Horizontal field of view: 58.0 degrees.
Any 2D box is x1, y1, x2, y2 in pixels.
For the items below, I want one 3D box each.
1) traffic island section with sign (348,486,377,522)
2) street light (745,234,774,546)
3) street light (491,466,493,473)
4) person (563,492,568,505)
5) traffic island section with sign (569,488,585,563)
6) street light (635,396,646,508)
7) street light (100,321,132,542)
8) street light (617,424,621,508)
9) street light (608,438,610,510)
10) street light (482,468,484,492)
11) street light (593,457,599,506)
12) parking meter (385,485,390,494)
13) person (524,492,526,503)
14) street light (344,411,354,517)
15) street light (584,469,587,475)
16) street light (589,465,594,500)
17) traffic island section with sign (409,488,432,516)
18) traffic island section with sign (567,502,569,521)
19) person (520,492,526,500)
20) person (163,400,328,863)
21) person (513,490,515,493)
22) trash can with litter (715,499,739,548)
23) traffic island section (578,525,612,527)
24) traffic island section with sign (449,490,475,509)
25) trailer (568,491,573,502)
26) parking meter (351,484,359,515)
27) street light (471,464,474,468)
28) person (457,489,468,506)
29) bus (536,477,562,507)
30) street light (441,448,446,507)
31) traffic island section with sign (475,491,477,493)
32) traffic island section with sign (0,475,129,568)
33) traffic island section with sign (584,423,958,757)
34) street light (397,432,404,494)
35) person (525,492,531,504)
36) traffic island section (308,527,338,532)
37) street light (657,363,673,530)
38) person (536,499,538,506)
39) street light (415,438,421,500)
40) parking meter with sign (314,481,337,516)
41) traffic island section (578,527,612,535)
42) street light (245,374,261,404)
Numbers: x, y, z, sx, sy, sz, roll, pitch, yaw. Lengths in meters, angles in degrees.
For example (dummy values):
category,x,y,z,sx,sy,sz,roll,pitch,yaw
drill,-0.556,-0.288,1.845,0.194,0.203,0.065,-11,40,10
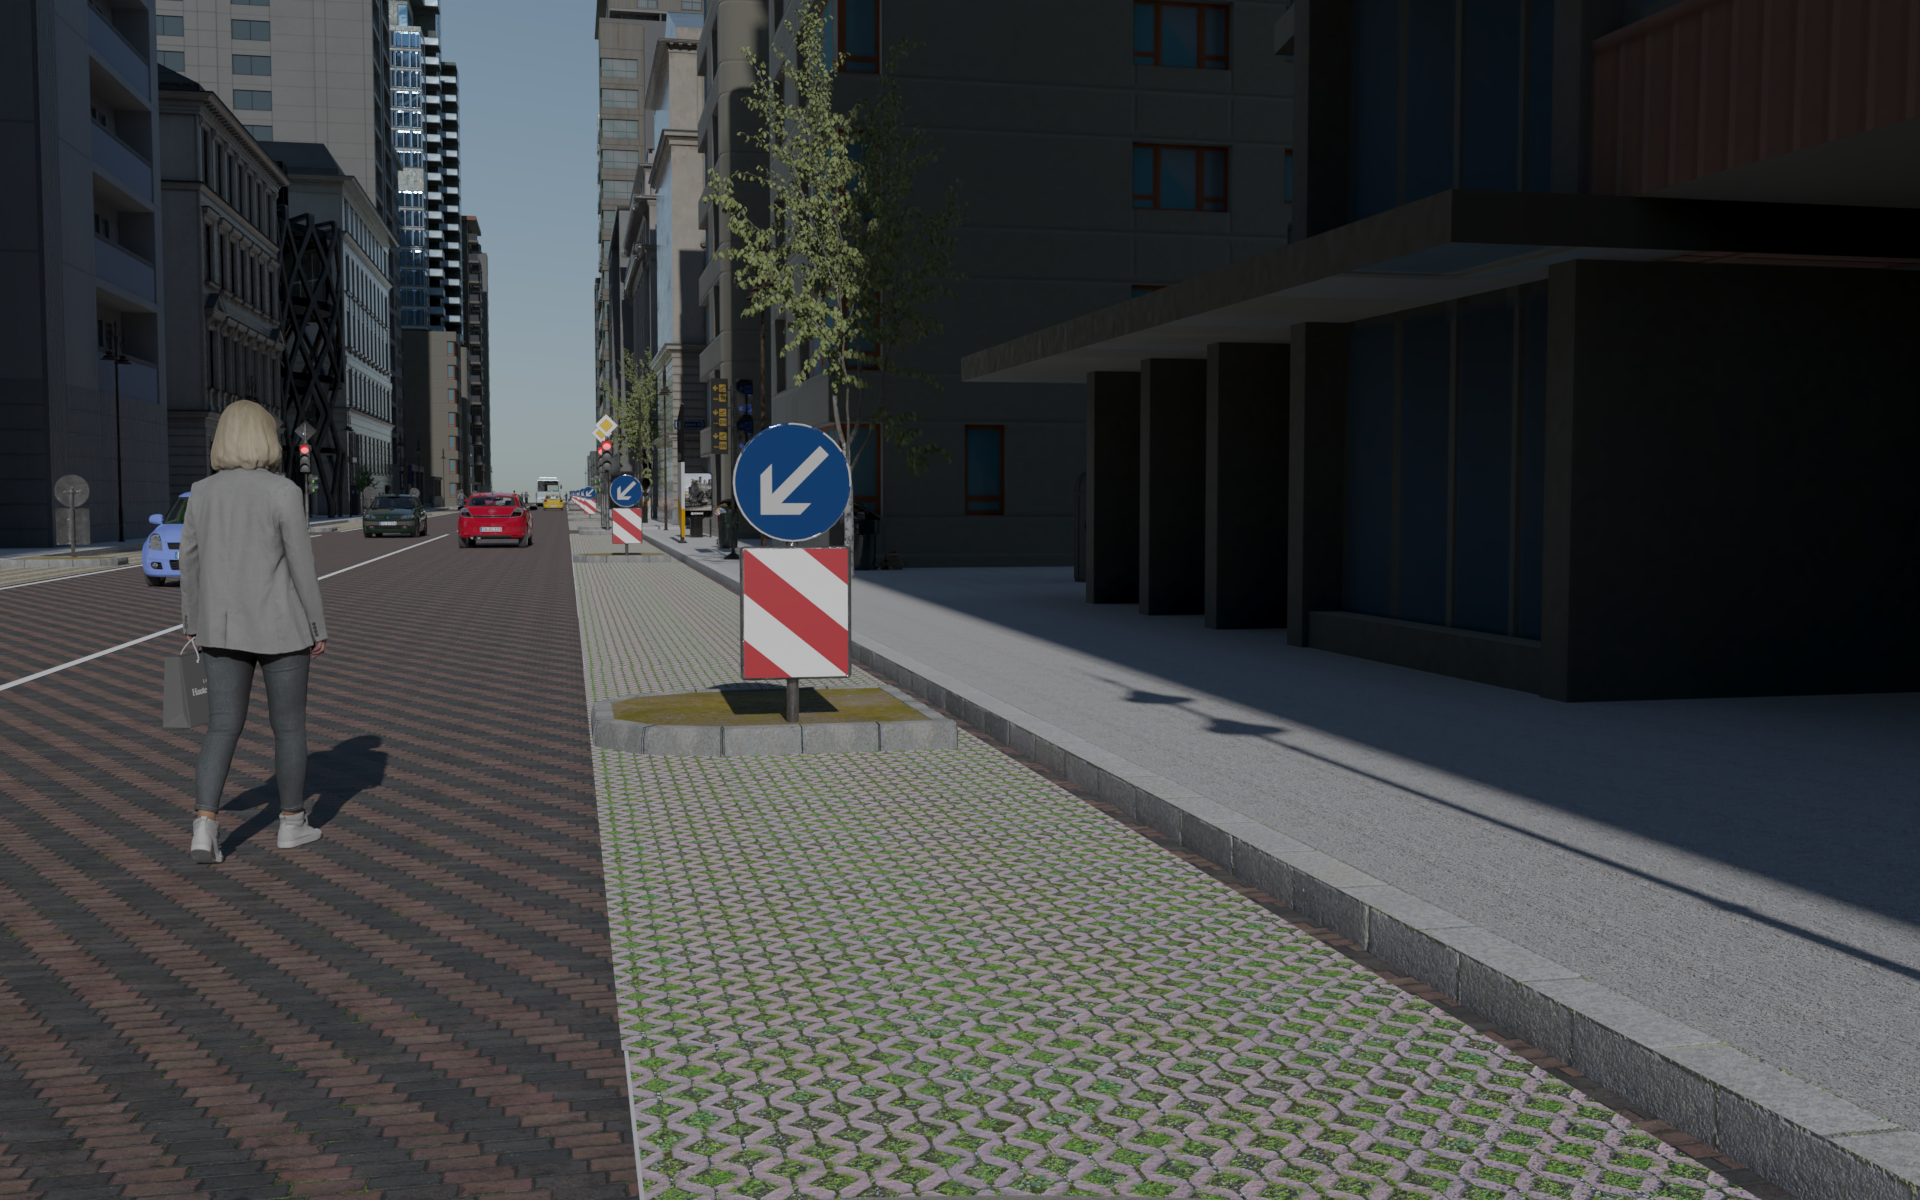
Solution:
category,x,y,z,sx,sy,sz,roll,pitch,yaw
traffic island section with sign,-30.028,-4.869,88.235,1.989,1.847,2.006,-1,4,-13
street light,-3.506,-3.548,30.799,0.468,5.910,1.993,-1,4,-13
street light,-76.088,-18.887,281.583,0.468,5.910,1.993,-1,4,-13
person,-52.775,-13.622,231.672,0.568,1.767,0.683,0,4,-5
traffic island section with sign,-7.190,-1.714,36.660,1.989,1.847,2.006,-1,4,-13
street light,-15.120,-6.677,81.960,0.468,5.910,1.993,-1,4,-13
street light,-22.501,-4.496,46.302,0.468,5.910,1.993,-1,4,-13
street light,-22.060,-8.533,112.307,0.468,5.910,1.993,-1,4,-13
street light,-28.794,-10.352,142.044,0.468,5.910,1.993,-1,4,-13
street light,-69.319,-17.068,251.854,0.468,5.910,1.993,-1,4,-13
street light,-38.983,-13.091,186.831,0.468,5.910,1.993,-1,4,-13
parking meter,-36.811,-6.465,111.413,0.255,1.863,0.399,0,4,3
person,-67.057,-15.810,267.128,0.705,1.807,1.348,-2,4,-32
street light,-33.966,-7.559,96.374,0.468,5.910,1.993,-1,4,-13
street light,-57.382,-18.040,267.747,0.468,5.910,1.993,-1,4,-13
street light,-45.860,-14.924,216.801,0.468,5.910,1.993,-1,4,-13
traffic island section with sign,-36.018,-6.477,114.527,1.989,1.847,2.006,-1,4,-13
traffic island section with sign,-19.598,-5.047,91.144,1.989,1.847,2.006,-1,4,-13
person,-63.703,-14.843,251.904,1.217,1.735,0.721,0,4,-6
person,-2.882,0.112,6.857,0.709,1.800,0.728,0,4,8
person,-46.165,-10.461,179.469,1.348,1.831,0.705,0,4,-3
trash can with litter,-5.604,-1.818,41.116,0.624,1.170,1.055,-1,4,-20
traffic island section,-14.183,-2.851,68.887,2.009,0.180,2.903,-1,4,-13
traffic island section with sign,-47.287,-9.503,163.995,1.989,1.847,2.006,-1,4,-13
trailer,-65.257,-17.407,291.658,1.471,1.999,3.904,-1,4,-12
parking meter,-36.274,-6.000,103.813,0.399,1.863,0.255,1,4,15
street light,-62.570,-15.245,222.040,0.468,5.910,1.993,-1,4,-13
person,-41.351,-8.271,143.806,0.705,1.814,1.350,2,4,25
bus,-46.748,-12.356,196.884,2.948,3.499,13.247,-1,4,-13
street light,-51.210,-12.172,171.799,0.468,5.910,1.993,-1,4,-13
traffic island section with sign,-53.265,-11.110,190.282,1.989,1.847,2.006,-1,4,-13
traffic island section with sign,-17.799,-1.586,34.553,1.989,1.847,2.006,-1,4,-13
traffic island section with sign,-1.199,-0.107,10.376,1.989,1.847,2.006,-1,4,-13
street light,-40.728,-9.381,126.159,0.468,5.910,1.993,-1,4,-13
person,-64.486,-15.262,258.026,0.705,1.826,1.348,2,4,24
traffic island section,-25.049,-2.700,66.426,2.009,0.180,2.903,-1,4,-13
street light,-10.396,-5.400,61.072,0.468,5.910,1.993,-1,4,-13
person,-51.584,-12.407,211.296,0.705,1.831,1.348,-2,4,-27
street light,-44.306,-10.340,141.851,0.468,5.910,1.993,-1,4,-13
parking meter with sign,-38.136,-6.554,103.413,0.543,3.016,1.738,3,4,39
traffic island section,-12.410,-2.374,61.100,2.009,0.180,2.903,-1,4,-13
street light,-27.184,-5.741,66.648,0.468,5.910,1.993,-1,4,-13
